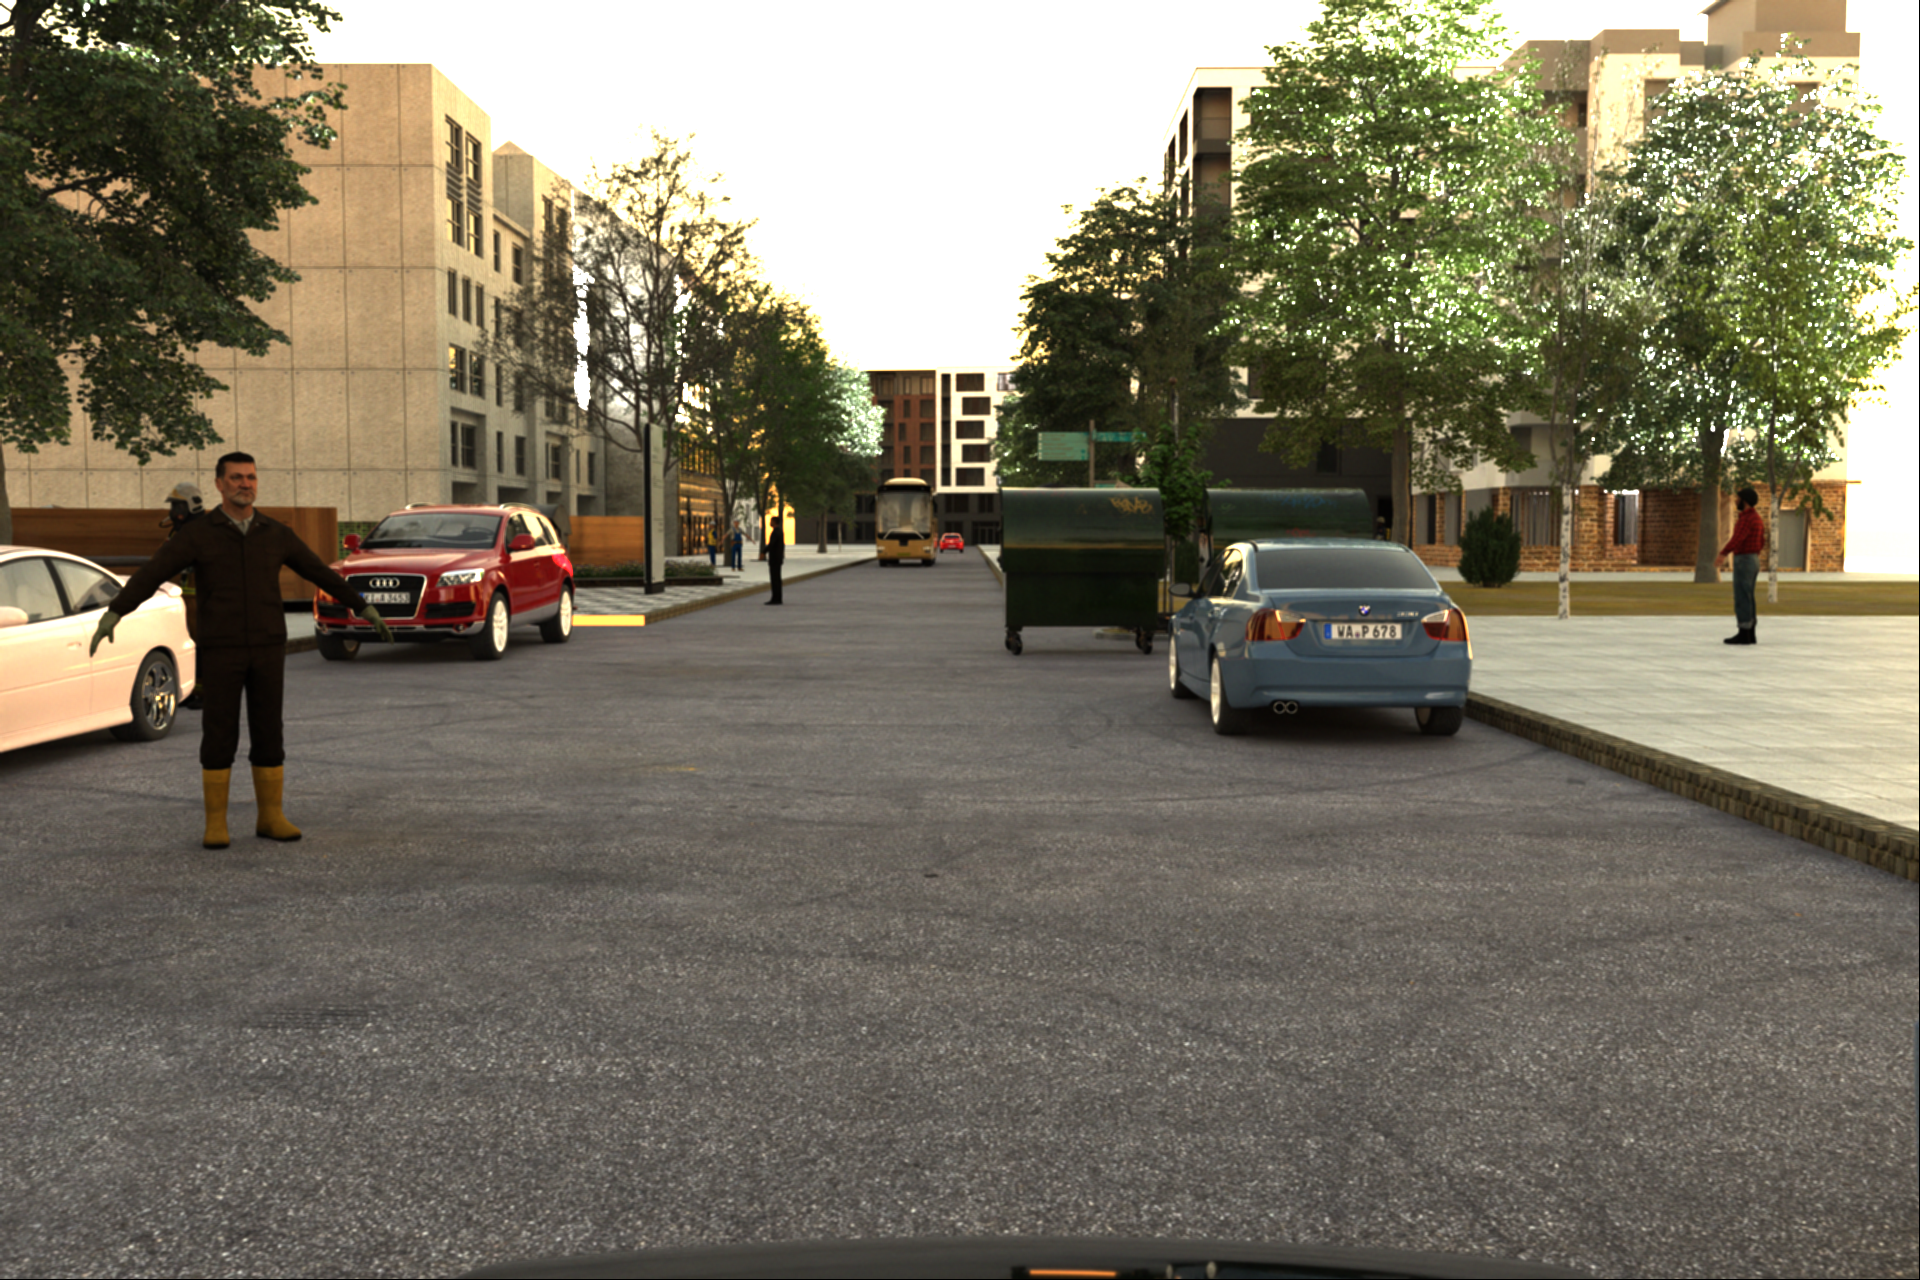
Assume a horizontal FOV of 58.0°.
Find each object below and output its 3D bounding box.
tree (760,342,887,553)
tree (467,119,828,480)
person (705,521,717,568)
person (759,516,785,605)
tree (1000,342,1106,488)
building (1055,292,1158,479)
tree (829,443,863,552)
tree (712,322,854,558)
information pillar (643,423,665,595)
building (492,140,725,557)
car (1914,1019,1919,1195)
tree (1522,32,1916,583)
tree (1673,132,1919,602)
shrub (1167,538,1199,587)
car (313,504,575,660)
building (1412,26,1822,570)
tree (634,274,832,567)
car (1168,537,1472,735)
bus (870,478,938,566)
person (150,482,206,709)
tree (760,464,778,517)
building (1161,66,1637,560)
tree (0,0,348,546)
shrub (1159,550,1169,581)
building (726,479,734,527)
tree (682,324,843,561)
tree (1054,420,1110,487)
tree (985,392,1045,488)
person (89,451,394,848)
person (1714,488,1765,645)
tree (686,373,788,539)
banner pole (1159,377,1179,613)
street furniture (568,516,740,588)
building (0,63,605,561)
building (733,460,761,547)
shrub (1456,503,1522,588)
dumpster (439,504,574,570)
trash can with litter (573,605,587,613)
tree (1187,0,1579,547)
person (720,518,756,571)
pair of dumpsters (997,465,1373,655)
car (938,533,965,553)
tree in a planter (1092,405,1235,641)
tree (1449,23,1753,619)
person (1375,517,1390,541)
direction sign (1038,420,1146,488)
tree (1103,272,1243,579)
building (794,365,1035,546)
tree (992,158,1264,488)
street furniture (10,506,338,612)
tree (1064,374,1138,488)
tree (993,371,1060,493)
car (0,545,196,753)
[{"bbox_3d":[-9.324,-12.852,116.783,9.857,13.997,8.962,0,3,0],"label":"tree"},{"bbox_3d":[-9.061,-8.590,50.810,12.009,13.543,11.850,0,3,0],"label":"tree"},{"bbox_3d":[-9.479,-3.625,65.731,0.721,1.772,1.216,-2,4,-23],"label":"person"},{"bbox_3d":[-3.783,-1.625,35.252,0.704,1.802,1.346,1,4,11],"label":"person"},{"bbox_3d":[6.235,-11.259,102.217,7.486,12.596,7.792,0,3,0],"label":"tree"},{"bbox_3d":[22.485,-19.477,162.431,27.936,21.610,32.646,0,3,0],"label":"building"},{"bbox_3d":[-8.884,-10.778,126.583,4.737,8.622,4.395,0,3,0],"label":"tree"},{"bbox_3d":[-9.454,-10.603,91.493,7.486,12.596,7.792,0,3,0],"label":"tree"},{"bbox_3d":[-6.616,-2.821,37.437,0.184,3.620,1.656,0,4,-1],"label":"information pillar"},{"bbox_3d":[-25.000,-16.830,106.094,19.493,23.208,18.063,0,4,1],"label":"building"},{"bbox_3d":[2.609,0.657,1.268,2.014,1.417,4.499,0,4,0],"label":"car"},{"bbox_3d":[19.697,-8.489,45.455,9.857,13.997,8.962,0,3,0],"label":"tree"},{"bbox_3d":[15.483,-5.005,32.202,4.737,8.622,4.395,0,3,0],"label":"tree"},{"bbox_3d":[5.538,-1.903,42.233,1.383,1.207,1.383,0,3,0],"label":"shrub"},{"bbox_3d":[-6.209,-0.776,21.358,2.281,1.827,5.304,0,4,1],"label":"car"},{"bbox_3d":[24.073,-13.118,70.907,16.016,20.090,11.380,0,4,0],"label":"building"},{"bbox_3d":[-8.983,-8.675,67.591,9.928,11.665,9.643,0,3,0],"label":"tree"},{"bbox_3d":[2.699,-0.100,13.632,2.014,1.417,4.499,0,4,1],"label":"car"},{"bbox_3d":[-2.389,-5.414,80.060,2.896,3.916,12.252,0,4,0],"label":"bus"},{"bbox_3d":[-6.352,-0.368,14.241,1.354,1.858,0.705,2,4,29],"label":"person"},{"bbox_3d":[-26.172,-17.360,218.249,7.601,10.594,8.767,0,4,-2],"label":"tree"},{"bbox_3d":[24.443,-15.185,92.250,27.936,21.610,32.646,0,4,1],"label":"building"},{"bbox_3d":[-12.848,-7.083,22.456,9.857,13.997,8.962,0,3,0],"label":"tree"},{"bbox_3d":[5.145,-2.153,46.323,1.383,1.207,1.383,0,3,0],"label":"shrub"},{"bbox_3d":[-27.352,-18.382,156.966,16.016,20.090,11.380,0,4,1],"label":"building"},{"bbox_3d":[-9.369,-9.531,81.591,9.928,11.665,9.643,0,3,0],"label":"tree"},{"bbox_3d":[6.612,-8.681,92.300,4.737,8.622,4.395,0,3,0],"label":"tree"},{"bbox_3d":[6.691,-13.844,133.004,9.857,13.997,8.962,0,3,0],"label":"tree"},{"bbox_3d":[-3.320,0.035,8.029,1.346,1.812,0.704,-3,5,-39],"label":"person"},{"bbox_3d":[9.142,-0.863,20.225,0.704,1.816,1.345,3,5,41],"label":"person"},{"bbox_3d":[-9.931,-7.540,73.649,4.360,8.622,3.978,0,3,0],"label":"tree"},{"bbox_3d":[3.391,-2.288,27.420,0.401,3.779,0.863,0,4,-1],"label":"banner pole"},{"bbox_3d":[-9.294,-2.252,43.677,11.010,1.723,9.812,-2,4,-32],"label":"street furniture"},{"bbox_3d":[-28.221,-13.127,81.077,16.747,18.905,31.486,0,4,0],"label":"building"},{"bbox_3d":[-25.854,-14.924,186.155,9.099,9.664,28.070,0,4,0],"label":"building"},{"bbox_3d":[12.732,-2.278,41.663,1.690,2.028,1.600,0,3,0],"label":"shrub"},{"bbox_3d":[-6.619,-1.027,25.007,1.865,1.857,1.264,0,4,0],"label":"dumpster"},{"bbox_3d":[-6.885,-1.094,28.938,1.678,1.210,2.233,0,4,1],"label":"trash can with litter"},{"bbox_3d":[8.133,-7.040,33.234,7.486,12.596,7.792,0,3,0],"label":"tree"},{"bbox_3d":[-7.743,-3.320,60.141,1.347,1.847,0.705,-2,4,-34],"label":"person"},{"bbox_3d":[2.662,-0.981,20.998,4.436,2.255,1.574,0,4,-1],"label":"pair of dumpsters"},{"bbox_3d":[-0.655,-7.603,133.343,2.155,1.783,4.494,0,4,-1],"label":"car"},{"bbox_3d":[2.861,-1.642,24.072,1.991,3.239,1.994,0,4,1],"label":"tree in a planter"},{"bbox_3d":[8.911,-4.625,25.982,4.360,8.622,3.978,0,3,0],"label":"tree"},{"bbox_3d":[14.205,-3.231,58.607,0.705,1.856,1.354,2,4,23],"label":"person"},{"bbox_3d":[3.073,-3.131,39.953,2.525,3.948,1.411,0,4,1],"label":"direction sign"},{"bbox_3d":[5.726,-6.046,49.212,4.360,8.622,3.978,0,3,0],"label":"tree"},{"bbox_3d":[-3.066,-23.065,223.546,32.646,21.610,27.936,1,4,8],"label":"building"},{"bbox_3d":[5.658,-9.377,59.969,9.857,13.997,8.962,0,3,0],"label":"tree"},{"bbox_3d":[-13.461,-1.452,30.593,9.812,1.723,11.010,-3,5,-43],"label":"street furniture"},{"bbox_3d":[6.046,-7.506,73.081,4.360,8.622,3.978,0,3,0],"label":"tree"},{"bbox_3d":[5.866,-12.127,116.407,7.486,12.596,7.792,0,3,0],"label":"tree"},{"bbox_3d":[-6.486,0.103,10.686,2.083,1.381,4.827,0,4,1],"label":"car"}]
